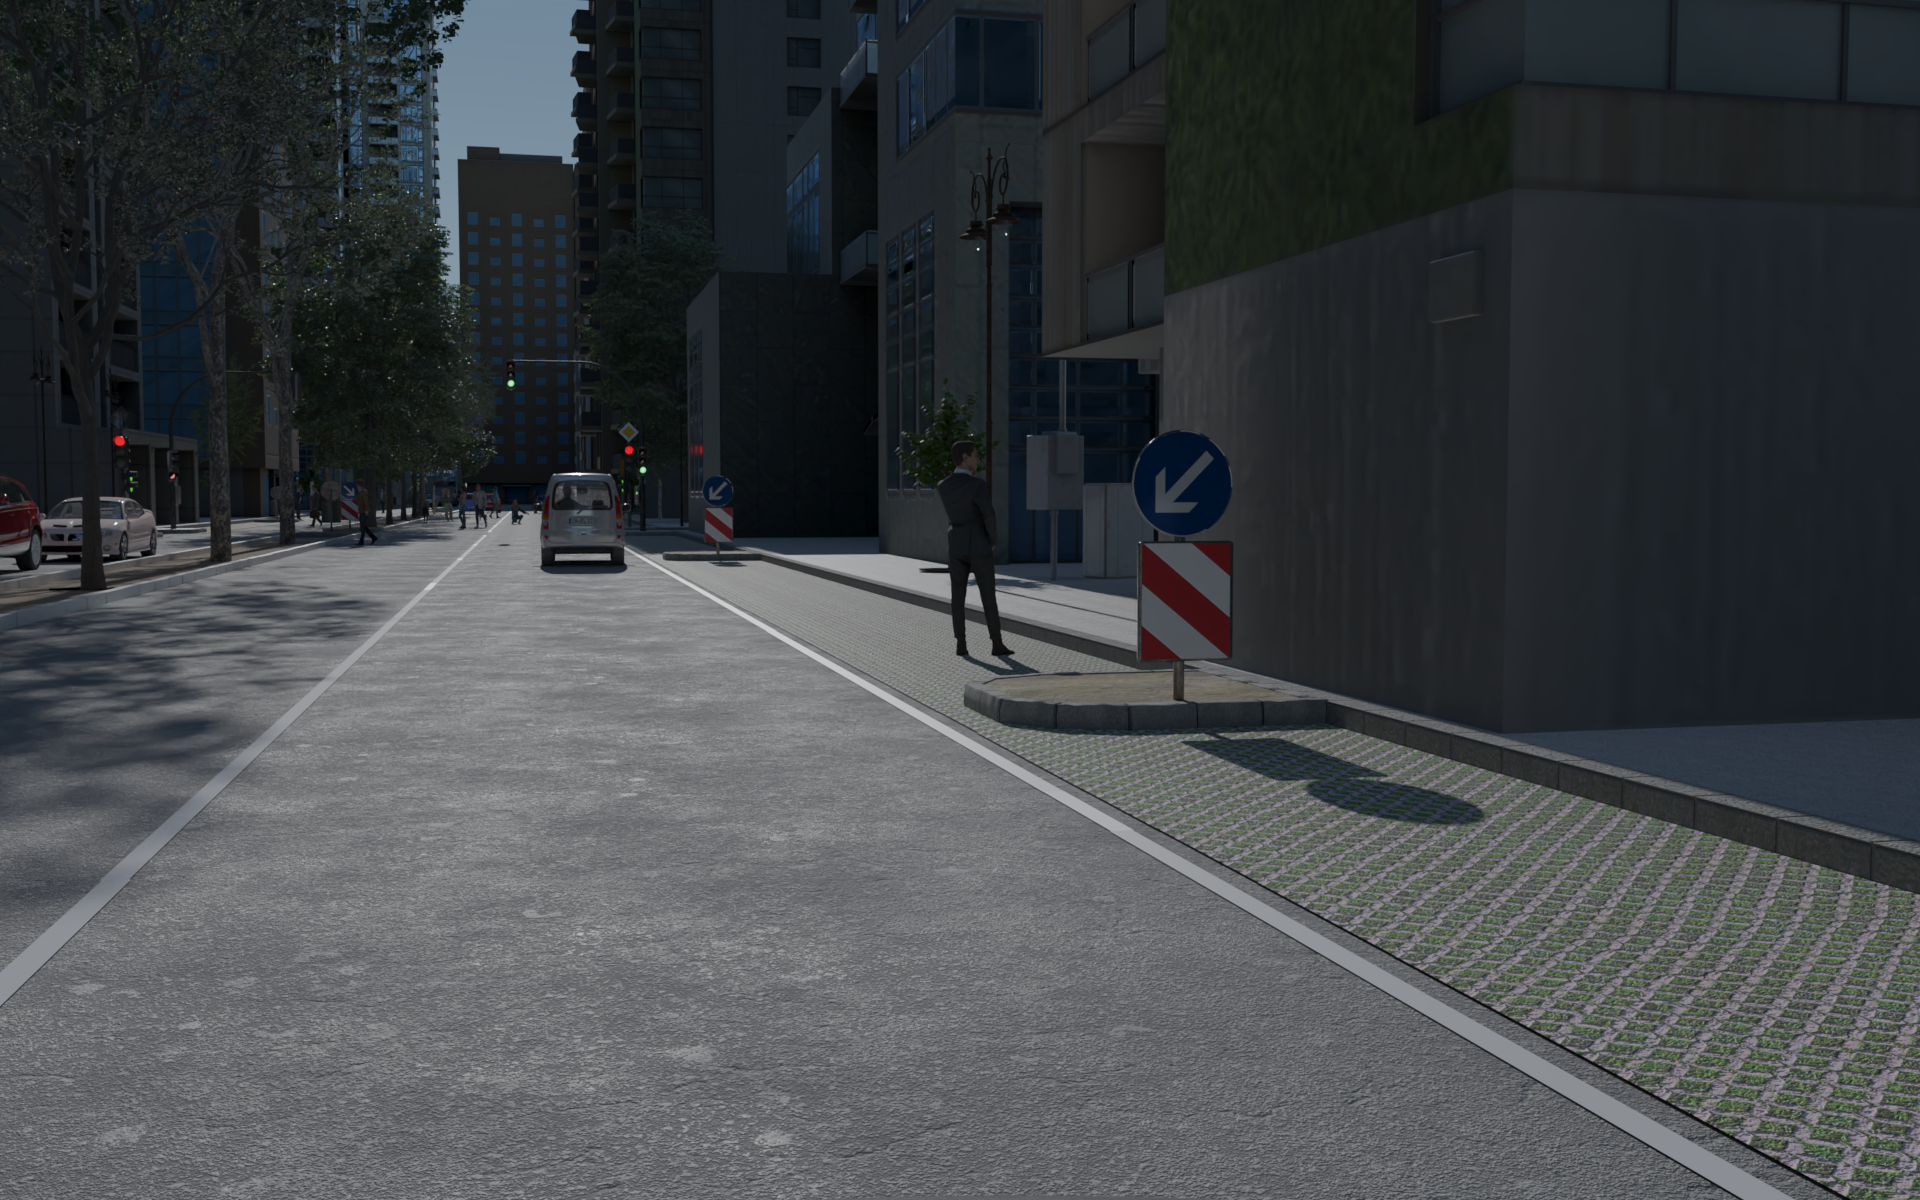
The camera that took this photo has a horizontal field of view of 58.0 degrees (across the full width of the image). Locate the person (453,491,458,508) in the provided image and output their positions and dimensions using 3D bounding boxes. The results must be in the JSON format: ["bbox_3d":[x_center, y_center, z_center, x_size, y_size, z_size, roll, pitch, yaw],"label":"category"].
[{"bbox_3d":[-53.708,-10.720,184.478,1.217,1.736,0.721,1,4,17],"label":"person"}]

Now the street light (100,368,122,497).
[{"bbox_3d":[-30.982,-5.536,63.306,0.468,5.910,1.993,-1,4,-14],"label":"street light"}]

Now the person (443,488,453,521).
[{"bbox_3d":[-27.198,-5.078,92.069,0.519,1.759,0.362,-3,4,-36],"label":"person"}]

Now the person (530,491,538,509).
[{"bbox_3d":[-40.050,-9.434,163.306,0.990,1.755,0.434,-1,4,-16],"label":"person"}]

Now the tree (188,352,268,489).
[{"bbox_3d":[-38.383,-8.570,90.486,4.737,8.622,4.395,0,3,0],"label":"tree"}]

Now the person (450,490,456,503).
[{"bbox_3d":[-50.154,-9.908,170.505,1.348,1.823,0.705,2,4,33],"label":"person"}]

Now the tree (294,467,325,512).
[{"bbox_3d":[-46.218,-7.855,123.031,1.663,3.219,1.824,0,3,0],"label":"tree"}]

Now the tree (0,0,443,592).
[{"bbox_3d":[-12.785,-6.869,25.142,12.009,13.543,11.850,0,3,0],"label":"tree"}]

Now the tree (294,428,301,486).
[{"bbox_3d":[-44.233,-9.864,111.634,4.737,8.622,4.395,0,3,0],"label":"tree"}]

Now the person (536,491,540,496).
[{"bbox_3d":[-51.979,-12.486,212.660,1.348,1.822,0.705,-2,4,-24],"label":"person"}]

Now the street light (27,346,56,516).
[{"bbox_3d":[-28.741,-4.989,54.355,0.468,5.910,1.993,-1,4,-14],"label":"street light"}]

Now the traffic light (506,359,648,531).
[{"bbox_3d":[-13.006,-5.167,59.149,4.771,5.953,1.251,-1,4,-14],"label":"traffic light"}]

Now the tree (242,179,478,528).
[{"bbox_3d":[-23.984,-9.831,69.850,9.857,13.997,8.962,0,3,0],"label":"tree"}]

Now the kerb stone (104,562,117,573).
[{"bbox_3d":[-15.613,-0.572,31.619,0.120,0.150,1.000,-1,4,-14],"label":"kerb stone"}]

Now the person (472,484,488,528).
[{"bbox_3d":[-20.510,-4.015,73.995,0.661,1.843,0.795,0,4,7],"label":"person"}]

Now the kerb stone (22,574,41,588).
[{"bbox_3d":[-14.373,-0.263,26.628,0.120,0.150,1.000,-1,4,-14],"label":"kerb stone"}]

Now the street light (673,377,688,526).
[{"bbox_3d":[-11.032,-5.857,68.549,0.468,5.910,1.993,-1,4,-14],"label":"street light"}]

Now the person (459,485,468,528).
[{"bbox_3d":[-20.754,-3.902,72.315,0.388,1.821,0.555,-1,4,-21],"label":"person"}]

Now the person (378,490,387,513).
[{"bbox_3d":[-43.249,-7.385,129.637,0.661,1.777,0.834,0,4,4],"label":"person"}]

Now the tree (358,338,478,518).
[{"bbox_3d":[-32.500,-10.705,103.232,9.928,11.665,9.643,0,3,0],"label":"tree"}]

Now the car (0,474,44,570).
[{"bbox_3d":[-18.055,-1.364,30.974,2.281,1.827,5.304,-1,4,-13],"label":"car"}]

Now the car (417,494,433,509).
[{"bbox_3d":[-50.048,-9.313,162.059,2.009,1.686,4.222,-1,4,-14],"label":"car"}]

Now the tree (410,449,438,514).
[{"bbox_3d":[-36.918,-10.305,121.311,4.360,8.622,3.978,0,3,0],"label":"tree"}]

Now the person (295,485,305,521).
[{"bbox_3d":[-35.224,-5.175,92.472,0.474,1.900,0.648,-1,4,-9],"label":"person"}]

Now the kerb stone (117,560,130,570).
[{"bbox_3d":[-15.865,-0.637,32.610,0.120,0.150,1.000,-1,4,-14],"label":"kerb stone"}]

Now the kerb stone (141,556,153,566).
[{"bbox_3d":[-16.352,-0.759,34.598,0.120,0.150,1.000,-1,4,-14],"label":"kerb stone"}]

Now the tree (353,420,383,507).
[{"bbox_3d":[-58.543,-15.546,172.297,7.486,12.596,7.792,0,3,0],"label":"tree"}]

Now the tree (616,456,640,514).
[{"bbox_3d":[-20.501,-7.813,111.449,4.285,4.588,4.351,0,3,0],"label":"tree"}]

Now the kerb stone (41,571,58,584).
[{"bbox_3d":[-14.629,-0.332,27.629,0.120,0.150,1.000,-1,4,-14],"label":"kerb stone"}]

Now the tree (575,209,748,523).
[{"bbox_3d":[-12.204,-10.453,77.566,9.857,13.997,8.962,0,3,0],"label":"tree"}]

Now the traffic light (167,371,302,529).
[{"bbox_3d":[-26.886,-5.470,64.105,4.771,5.953,1.251,-1,4,-14],"label":"traffic light"}]

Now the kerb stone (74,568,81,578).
[{"bbox_3d":[-15.122,-0.454,29.617,0.120,0.150,1.000,-1,4,-14],"label":"kerb stone"}]

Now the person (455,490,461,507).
[{"bbox_3d":[-42.496,-8.410,146.682,0.721,1.739,1.217,-2,4,-35],"label":"person"}]

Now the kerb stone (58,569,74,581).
[{"bbox_3d":[-14.874,-0.393,28.624,0.120,0.150,1.000,-1,4,-14],"label":"kerb stone"}]

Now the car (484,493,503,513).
[{"bbox_3d":[-36.105,-7.566,132.745,2.155,1.783,4.494,-1,4,-15],"label":"car"}]

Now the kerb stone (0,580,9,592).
[{"bbox_3d":[-14.137,-0.201,25.633,0.120,0.150,1.000,-1,4,-14],"label":"kerb stone"}]

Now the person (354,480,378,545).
[{"bbox_3d":[-16.743,-2.463,48.673,0.656,1.842,0.836,2,4,33],"label":"person"}]

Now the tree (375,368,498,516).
[{"bbox_3d":[-35.089,-11.819,112.708,9.611,12.733,9.660,0,3,0],"label":"tree"}]

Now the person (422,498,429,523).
[{"bbox_3d":[-26.207,-4.387,84.901,0.362,1.253,0.373,0,4,4],"label":"person"}]

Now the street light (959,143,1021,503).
[{"bbox_3d":[0.390,-3.088,23.271,0.468,5.910,1.993,-1,4,-14],"label":"street light"}]

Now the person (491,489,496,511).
[{"bbox_3d":[-38.465,-8.212,142.852,1.350,1.814,0.705,2,4,35],"label":"person"}]

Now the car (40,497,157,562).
[{"bbox_3d":[-19.091,-1.583,38.240,2.083,1.381,4.827,-1,4,-13],"label":"car"}]

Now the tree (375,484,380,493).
[{"bbox_3d":[-60.746,-11.266,178.805,1.663,3.219,1.824,0,3,0],"label":"tree"}]

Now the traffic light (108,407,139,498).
[{"bbox_3d":[-26.970,-4.092,55.820,0.839,4.253,0.868,-1,4,-14],"label":"traffic light"}]

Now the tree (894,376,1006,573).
[{"bbox_3d":[-0.215,-2.077,28.567,1.663,3.219,1.824,0,3,0],"label":"tree"}]

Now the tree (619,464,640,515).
[{"bbox_3d":[-20.157,-6.921,107.753,1.663,3.219,1.824,0,3,0],"label":"tree"}]

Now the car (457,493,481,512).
[{"bbox_3d":[-34.628,-6.920,122.728,1.945,1.707,3.694,-1,4,-15],"label":"car"}]

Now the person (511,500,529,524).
[{"bbox_3d":[-20.993,-4.185,82.424,1.012,1.151,0.738,-3,5,-39],"label":"person"}]

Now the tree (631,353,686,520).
[{"bbox_3d":[-14.786,-8.323,86.447,4.737,8.622,4.395,0,3,0],"label":"tree"}]

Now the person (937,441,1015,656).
[{"bbox_3d":[0.121,-0.460,15.381,0.648,1.900,0.474,2,4,30],"label":"person"}]

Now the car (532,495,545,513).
[{"bbox_3d":[-31.053,-7.164,129.714,1.945,1.354,3.894,-1,4,-14],"label":"car"}]

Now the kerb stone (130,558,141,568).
[{"bbox_3d":[-16.110,-0.698,33.604,0.120,0.150,1.000,-1,4,-14],"label":"kerb stone"}]

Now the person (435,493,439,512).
[{"bbox_3d":[-40.553,-7.517,133.991,0.523,1.515,0.503,-1,4,-13],"label":"person"}]

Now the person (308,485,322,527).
[{"bbox_3d":[-28.225,-4.125,75.910,0.622,1.834,0.822,3,5,40],"label":"person"}]

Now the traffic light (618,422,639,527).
[{"bbox_3d":[-12.922,-4.809,67.540,0.839,4.253,0.868,-1,4,-14],"label":"traffic light"}]

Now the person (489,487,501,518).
[{"bbox_3d":[-27.725,-5.800,103.195,0.748,1.841,0.638,-2,4,-25],"label":"person"}]

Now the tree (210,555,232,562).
[{"bbox_3d":[-17.049,-10.905,36.646,12.611,20.169,13.585,0,3,0],"label":"tree"}]
